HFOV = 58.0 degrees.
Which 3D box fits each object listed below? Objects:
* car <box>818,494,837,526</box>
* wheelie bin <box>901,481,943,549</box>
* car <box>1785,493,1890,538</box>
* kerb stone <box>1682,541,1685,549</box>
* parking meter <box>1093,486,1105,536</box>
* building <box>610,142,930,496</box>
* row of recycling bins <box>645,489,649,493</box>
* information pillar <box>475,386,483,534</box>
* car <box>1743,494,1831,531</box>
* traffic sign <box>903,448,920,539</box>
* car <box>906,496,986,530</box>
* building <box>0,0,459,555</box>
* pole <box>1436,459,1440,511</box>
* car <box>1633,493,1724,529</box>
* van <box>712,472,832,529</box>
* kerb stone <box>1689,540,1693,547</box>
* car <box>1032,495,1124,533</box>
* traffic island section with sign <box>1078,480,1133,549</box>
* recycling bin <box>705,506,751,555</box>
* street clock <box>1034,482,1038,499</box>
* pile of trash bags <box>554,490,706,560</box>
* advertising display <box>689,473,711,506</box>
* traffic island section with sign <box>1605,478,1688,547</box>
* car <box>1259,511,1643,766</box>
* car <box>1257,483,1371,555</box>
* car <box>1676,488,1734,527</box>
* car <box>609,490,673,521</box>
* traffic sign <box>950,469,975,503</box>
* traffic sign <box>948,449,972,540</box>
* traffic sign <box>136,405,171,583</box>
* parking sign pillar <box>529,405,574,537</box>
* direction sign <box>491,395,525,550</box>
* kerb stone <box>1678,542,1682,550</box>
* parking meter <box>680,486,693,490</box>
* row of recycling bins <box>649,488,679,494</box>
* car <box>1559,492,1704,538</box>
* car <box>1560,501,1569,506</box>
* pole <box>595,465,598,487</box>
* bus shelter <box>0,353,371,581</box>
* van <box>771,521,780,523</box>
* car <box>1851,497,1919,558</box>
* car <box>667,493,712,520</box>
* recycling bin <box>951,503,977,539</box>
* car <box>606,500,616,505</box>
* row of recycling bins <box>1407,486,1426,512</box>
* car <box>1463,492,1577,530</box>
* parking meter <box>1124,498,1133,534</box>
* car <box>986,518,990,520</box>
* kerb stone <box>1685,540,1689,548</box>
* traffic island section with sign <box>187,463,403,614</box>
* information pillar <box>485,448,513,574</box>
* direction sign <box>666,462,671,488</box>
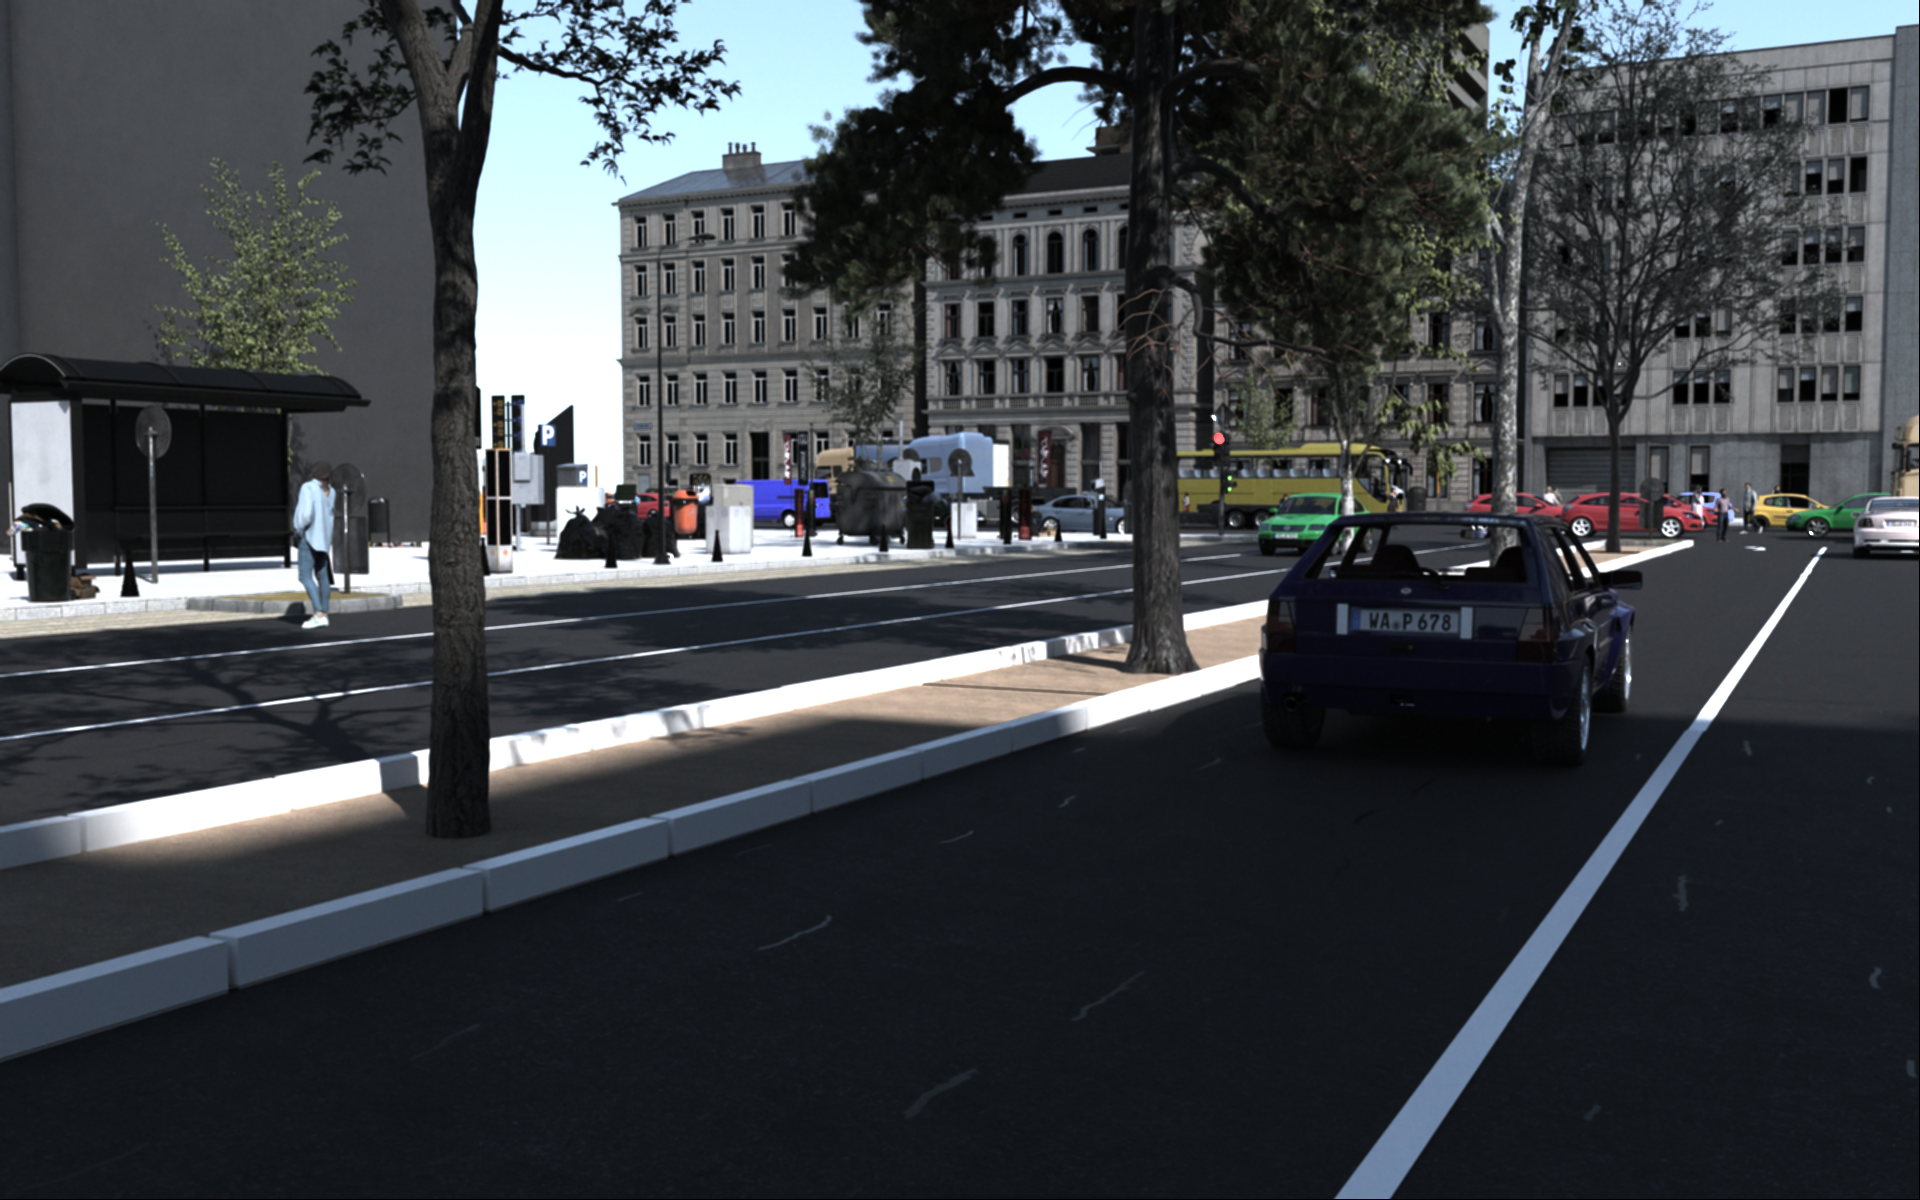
[{"bbox_3d":[-5.671,-4.073,76.383,4.222,1.686,2.009,2,4,29],"label":"car"},{"bbox_3d":[-0.895,-1.982,40.313,0.980,1.594,0.693,0,4,0],"label":"wheelie bin"},{"bbox_3d":[29.420,-2.901,56.229,4.718,1.807,1.959,2,4,28],"label":"car"},{"bbox_3d":[18.578,-1.382,44.797,0.120,0.150,1.000,2,4,27],"label":"kerb stone"},{"bbox_3d":[4.309,-2.765,53.615,0.372,1.533,0.369,0,3,0],"label":"parking meter"},{"bbox_3d":[-11.526,-20.111,126.072,25.104,27.353,12.463,2,4,27],"label":"building"},{"bbox_3d":[-21.049,-6.820,118.618,1.069,1.692,3.534,-1,4,-9],"label":"row of recycling bins"},{"bbox_3d":[-9.061,-2.479,31.888,0.504,3.616,0.183,-2,4,-27],"label":"information pillar"},{"bbox_3d":[32.388,-3.458,66.756,3.980,1.641,2.015,2,4,26],"label":"car"},{"bbox_3d":[-1.437,-2.947,48.290,0.768,2.556,0.104,3,4,37],"label":"traffic sign"},{"bbox_3d":[-1.034,-3.523,67.394,4.222,1.686,2.009,2,4,28],"label":"car"},{"bbox_3d":[-26.813,-15.513,47.140,24.014,27.812,14.314,2,4,27],"label":"building"},{"bbox_3d":[24.288,-5.753,87.912,0.158,3.312,0.155,0,3,0],"label":"pole"},{"bbox_3d":[27.611,-3.613,68.110,4.494,1.783,2.155,2,4,27],"label":"car"},{"bbox_3d":[-8.105,-4.210,73.219,5.245,2.365,2.240,2,4,27],"label":"van"},{"bbox_3d":[19.540,-1.493,46.614,0.120,0.150,1.000,2,4,27],"label":"kerb stone"},{"bbox_3d":[4.620,-2.919,59.727,4.499,1.417,2.014,2,4,27],"label":"car"},{"bbox_3d":[4.417,-2.265,45.666,1.989,1.847,2.006,2,4,27],"label":"traffic island section with sign"},{"bbox_3d":[-4.961,-1.501,37.090,0.722,1.027,0.722,2,4,30],"label":"recycling bin"},{"bbox_3d":[4.608,-6.276,107.188,0.358,2.002,0.471,3,4,37],"label":"street clock"},{"bbox_3d":[-6.490,-1.554,35.165,1.912,1.369,3.447,2,4,30],"label":"pile of trash bags"},{"bbox_3d":[-8.164,-3.014,54.491,0.123,1.923,0.974,2,4,27],"label":"advertising display"},{"bbox_3d":[19.048,-2.432,47.892,2.006,1.907,1.989,2,4,27],"label":"traffic island section with sign"},{"bbox_3d":[3.122,0.116,10.684,1.945,1.354,3.894,2,4,26],"label":"car"},{"bbox_3d":[8.564,-2.001,41.511,1.959,1.807,4.718,2,4,29],"label":"car"},{"bbox_3d":[32.006,-4.070,76.128,3.694,1.707,1.945,2,4,27],"label":"car"},{"bbox_3d":[-15.872,-4.726,86.311,4.494,1.783,2.155,2,4,28],"label":"car"},{"bbox_3d":[0.053,-3.204,52.390,0.884,2.594,0.081,2,4,32],"label":"traffic sign"},{"bbox_3d":[-0.024,-2.961,48.523,0.768,2.556,0.104,2,4,30],"label":"traffic sign"},{"bbox_3d":[-11.566,-1.511,24.805,0.768,2.556,0.104,2,4,29],"label":"traffic sign"},{"bbox_3d":[-12.220,-3.881,51.932,1.447,3.967,1.447,3,5,42],"label":"parking sign pillar"},{"bbox_3d":[-10.324,-2.915,39.662,0.876,3.537,0.379,1,4,20],"label":"direction sign"},{"bbox_3d":[18.105,-1.327,43.884,0.120,0.150,1.000,2,4,27],"label":"kerb stone"},{"bbox_3d":[-8.206,-2.668,52.026,0.372,1.533,0.369,0,3,0],"label":"parking meter"},{"bbox_3d":[-18.895,-6.420,112.072,1.069,1.692,3.534,1,4,8],"label":"row of recycling bins"},{"bbox_3d":[22.202,-2.953,57.320,4.494,1.783,2.155,2,4,26],"label":"car"},{"bbox_3d":[26.439,-3.842,73.037,3.980,1.641,2.015,2,4,28],"label":"car"},{"bbox_3d":[-25.577,-7.831,121.879,0.158,3.312,0.155,0,3,0],"label":"pole"},{"bbox_3d":[-12.134,-2.046,27.369,2.014,3.302,5.546,2,4,28],"label":"bus shelter"},{"bbox_3d":[-7.683,-4.839,86.132,4.112,2.044,2.013,2,4,27],"label":"van"},{"bbox_3d":[21.445,-1.657,39.456,2.083,1.381,4.827,2,4,29],"label":"car"},{"bbox_3d":[-15.335,-5.293,95.331,4.718,1.807,1.959,2,4,27],"label":"car"},{"bbox_3d":[0.123,-2.299,50.142,0.722,1.027,0.722,0,4,5],"label":"recycling bin"},{"bbox_3d":[-19.224,-5.596,101.277,4.222,1.686,2.009,2,4,29],"label":"car"},{"bbox_3d":[24.777,-5.307,93.884,1.069,1.692,3.534,1,4,12],"label":"row of recycling bins"},{"bbox_3d":[20.047,-3.197,61.314,4.494,1.783,2.155,2,4,26],"label":"car"},{"bbox_3d":[5.459,-2.891,55.673,0.372,1.533,0.369,0,3,0],"label":"parking meter"},{"bbox_3d":[-0.456,-4.608,85.569,3.980,1.641,2.015,2,4,27],"label":"car"},{"bbox_3d":[19.056,-1.438,45.707,0.120,0.150,1.000,2,4,27],"label":"kerb stone"},{"bbox_3d":[-8.132,-0.793,21.588,1.989,1.847,2.006,2,4,27],"label":"traffic island section with sign"},{"bbox_3d":[-7.442,-1.436,27.968,0.304,2.012,0.304,3,4,37],"label":"information pillar"},{"bbox_3d":[-20.707,-8.011,122.971,0.379,3.537,0.876,-2,4,-30],"label":"direction sign"}]
